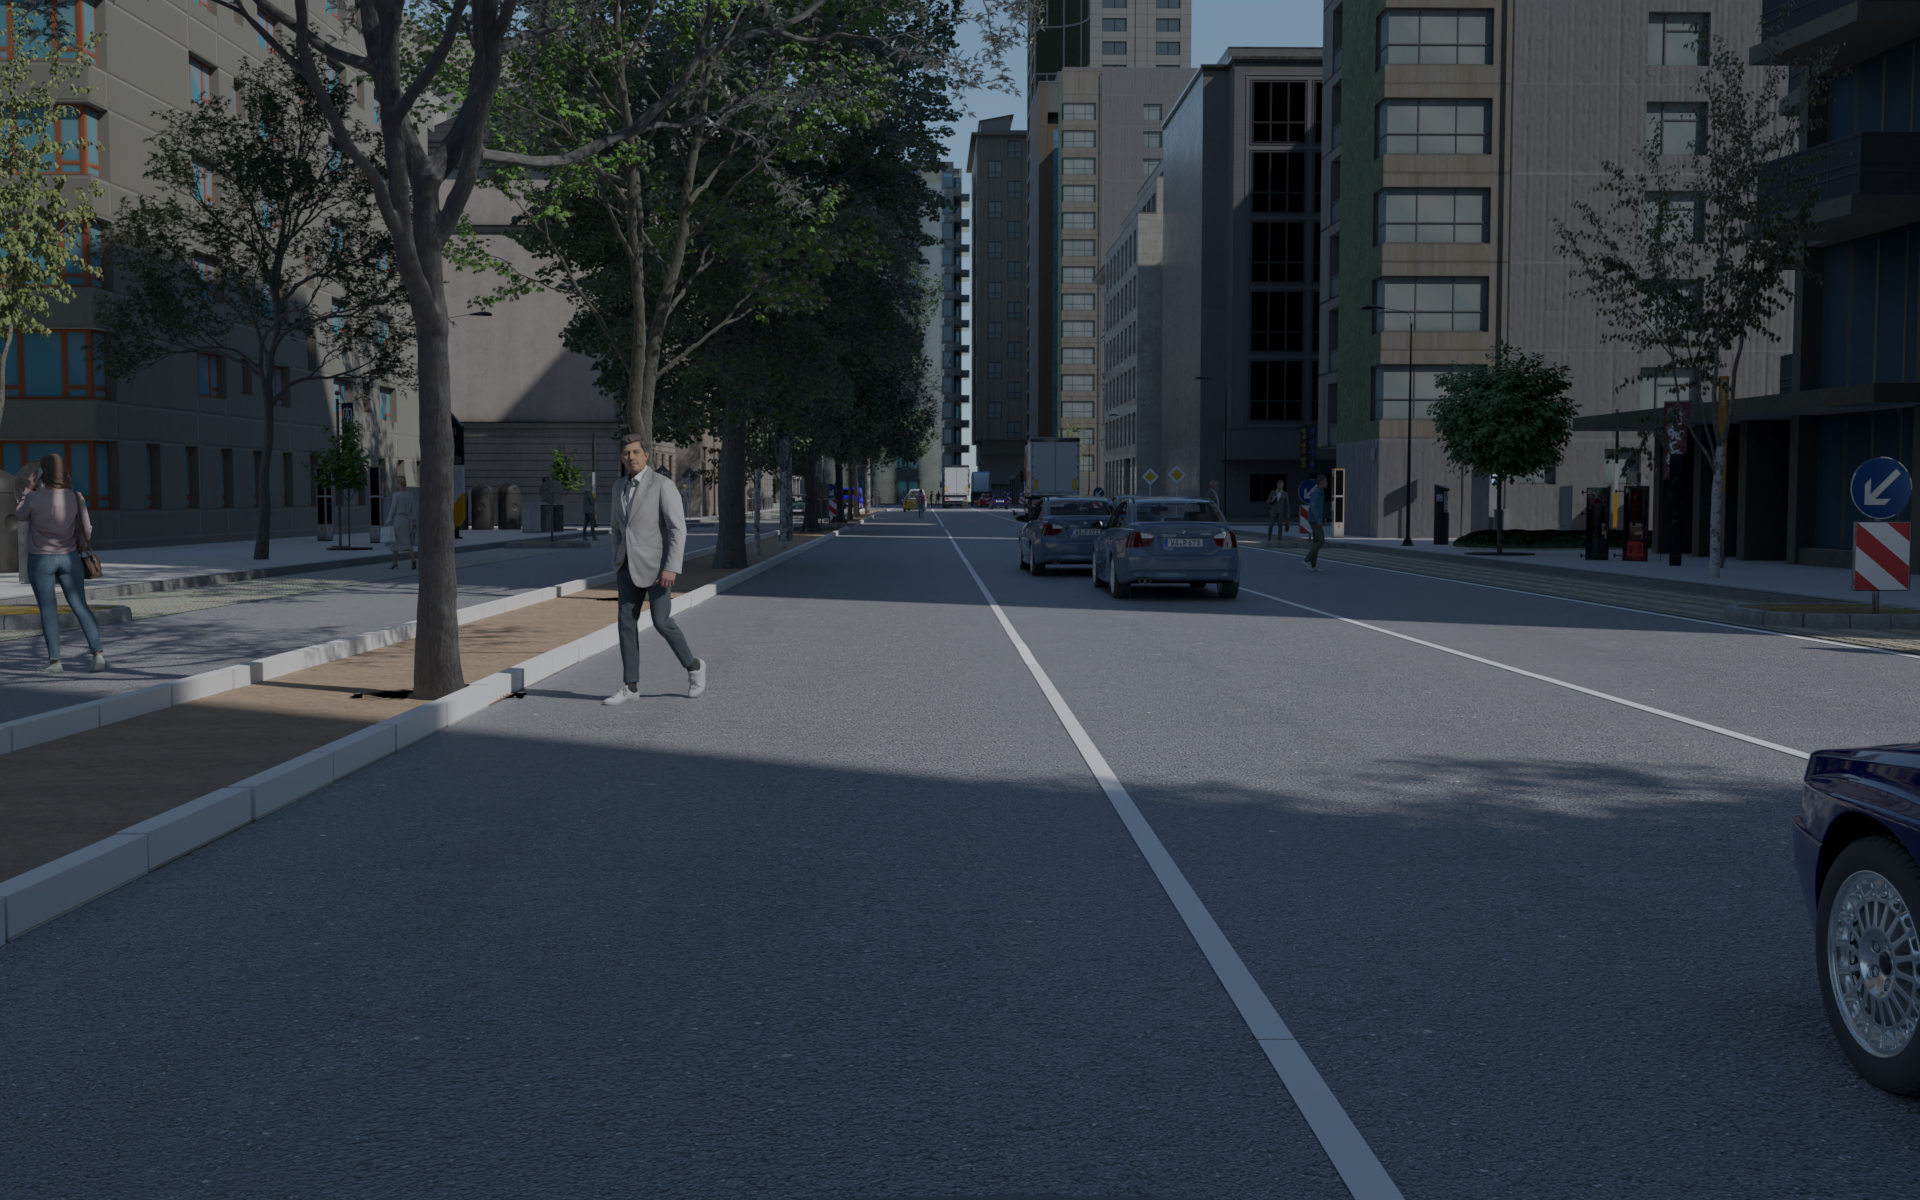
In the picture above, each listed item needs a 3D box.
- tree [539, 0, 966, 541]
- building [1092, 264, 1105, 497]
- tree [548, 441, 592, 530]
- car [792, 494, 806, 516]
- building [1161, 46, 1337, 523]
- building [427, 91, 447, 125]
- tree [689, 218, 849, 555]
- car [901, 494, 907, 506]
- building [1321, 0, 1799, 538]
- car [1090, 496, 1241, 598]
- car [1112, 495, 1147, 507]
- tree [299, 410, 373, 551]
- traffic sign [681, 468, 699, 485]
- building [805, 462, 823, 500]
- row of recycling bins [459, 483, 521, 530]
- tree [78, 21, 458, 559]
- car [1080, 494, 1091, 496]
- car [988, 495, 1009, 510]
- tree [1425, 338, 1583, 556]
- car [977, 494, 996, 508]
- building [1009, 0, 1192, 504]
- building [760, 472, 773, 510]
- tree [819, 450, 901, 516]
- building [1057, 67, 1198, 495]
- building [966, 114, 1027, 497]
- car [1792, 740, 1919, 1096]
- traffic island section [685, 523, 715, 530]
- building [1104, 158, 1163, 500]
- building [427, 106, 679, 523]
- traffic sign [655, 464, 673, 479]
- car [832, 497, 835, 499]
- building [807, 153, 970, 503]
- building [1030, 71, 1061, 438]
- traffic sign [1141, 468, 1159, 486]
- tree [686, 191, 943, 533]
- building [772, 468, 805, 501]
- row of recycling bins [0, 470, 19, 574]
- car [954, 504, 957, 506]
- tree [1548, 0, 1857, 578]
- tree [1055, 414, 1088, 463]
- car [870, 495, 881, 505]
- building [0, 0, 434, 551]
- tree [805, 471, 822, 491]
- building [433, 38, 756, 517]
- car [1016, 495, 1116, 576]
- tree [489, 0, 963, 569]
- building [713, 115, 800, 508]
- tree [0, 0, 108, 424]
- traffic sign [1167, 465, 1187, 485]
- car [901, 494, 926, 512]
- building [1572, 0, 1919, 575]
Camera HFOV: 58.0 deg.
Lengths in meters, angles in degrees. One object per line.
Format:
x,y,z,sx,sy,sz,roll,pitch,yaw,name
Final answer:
-6.516,-11.896,52.852,12.611,20.169,13.585,0,3,0,tree
15.412,-17.174,131.704,10.553,20.767,40.483,0,4,-1,building
-14.252,-4.112,61.835,1.663,3.219,1.824,0,3,0,tree
-9.473,-5.626,101.775,2.009,1.686,4.222,0,4,-2,car
25.502,-16.120,82.624,30.058,24.678,14.314,0,4,-1,building
-33.283,-13.750,79.567,16.860,20.320,10.420,0,4,-1,building
-4.728,-5.346,40.219,4.360,8.622,3.978,0,3,0,tree
-6.433,-12.668,216.705,1.945,1.707,3.694,0,4,0,car
18.972,-22.770,55.892,14.154,41.232,14.086,0,4,-1,building
2.939,-0.802,25.121,2.014,1.417,4.499,0,4,-1,car
6.128,-3.075,62.271,2.014,1.417,4.499,0,4,-2,car
-14.050,-2.770,39.886,1.663,3.219,1.824,0,3,0,tree
-11.875,-4.516,76.022,0.795,2.593,0.064,0,4,-1,traffic sign
-32.173,-22.550,213.730,28.899,21.520,27.650,0,4,-1,building
-17.573,-3.370,62.219,3.534,1.692,1.069,-1,4,-10,row of recycling bins
-13.398,-6.078,33.785,7.601,10.594,8.767,-1,4,-11,tree
7.513,-6.057,108.820,2.009,1.686,4.222,0,4,-2,car
3.627,-9.115,161.618,1.945,1.354,3.894,0,4,-2,car
11.507,-3.236,36.616,4.285,4.588,4.351,0,3,0,tree
2.916,-10.717,184.268,2.155,1.783,4.494,0,4,-2,car
16.927,-47.566,215.956,20.563,71.187,20.611,0,4,-1,building
-20.647,-18.967,138.996,11.050,23.489,19.941,0,4,-1,building
-7.091,-12.096,134.639,8.767,10.594,7.601,0,4,-1,tree
16.466,-29.736,169.781,14.154,41.232,14.086,0,4,-1,building
14.956,-40.340,248.796,27.495,52.752,28.713,0,4,-1,building
3.032,0.588,2.967,1.945,1.354,3.894,0,4,1,car
-11.898,-3.291,76.089,2.009,0.180,2.903,0,4,-1,traffic island section
14.614,-15.139,102.274,10.420,20.320,16.860,0,4,-1,building
-19.891,-13.472,84.902,10.561,19.102,19.286,0,4,-1,building
-11.702,-4.027,68.039,0.795,2.593,0.064,0,4,-1,traffic sign
-14.286,-11.335,194.117,1.959,1.807,4.718,0,4,1,car
-13.964,-38.316,246.072,30.456,49.044,23.786,0,4,-1,building
14.800,-32.717,185.037,14.600,45.320,14.200,0,4,-1,building
8.415,-4.541,76.439,0.795,2.593,0.064,0,4,-1,traffic sign
-5.563,-8.858,64.293,9.611,12.733,9.660,0,3,0,tree
-23.886,-30.459,181.602,14.154,41.232,14.086,0,4,-1,building
-16.630,-1.349,29.165,1.069,1.692,3.534,-3,5,-40,row of recycling bins
-1.079,-11.985,207.748,2.131,1.459,4.920,0,4,-2,car
11.499,-4.656,26.486,4.360,8.622,3.978,0,3,0,tree
9.819,-12.684,157.739,4.737,8.622,4.395,0,3,0,tree
-11.098,-12.859,222.820,1.945,1.354,3.894,0,4,-2,car
-34.131,-12.656,51.965,28.899,21.520,27.650,0,4,-1,building
-17.276,-12.912,194.824,4.285,4.588,4.351,0,3,0,tree
-24.272,-18.774,111.477,19.350,26.468,34.151,0,4,-1,building
2.060,-1.205,31.704,2.014,1.417,4.499,0,4,-2,car
-4.414,-7.569,32.866,9.857,13.997,8.962,0,3,0,tree
-31.506,-28.771,162.285,32.217,40.220,23.993,0,4,-1,building
-14.062,-4.547,24.714,4.737,8.622,4.395,0,3,0,tree
8.588,-4.053,68.456,0.795,2.593,0.064,0,4,-1,traffic sign
-3.719,-7.898,139.357,2.015,1.641,3.980,0,4,-1,car
24.878,-22.583,23.853,22.147,44.769,28.867,0,4,-1,building
